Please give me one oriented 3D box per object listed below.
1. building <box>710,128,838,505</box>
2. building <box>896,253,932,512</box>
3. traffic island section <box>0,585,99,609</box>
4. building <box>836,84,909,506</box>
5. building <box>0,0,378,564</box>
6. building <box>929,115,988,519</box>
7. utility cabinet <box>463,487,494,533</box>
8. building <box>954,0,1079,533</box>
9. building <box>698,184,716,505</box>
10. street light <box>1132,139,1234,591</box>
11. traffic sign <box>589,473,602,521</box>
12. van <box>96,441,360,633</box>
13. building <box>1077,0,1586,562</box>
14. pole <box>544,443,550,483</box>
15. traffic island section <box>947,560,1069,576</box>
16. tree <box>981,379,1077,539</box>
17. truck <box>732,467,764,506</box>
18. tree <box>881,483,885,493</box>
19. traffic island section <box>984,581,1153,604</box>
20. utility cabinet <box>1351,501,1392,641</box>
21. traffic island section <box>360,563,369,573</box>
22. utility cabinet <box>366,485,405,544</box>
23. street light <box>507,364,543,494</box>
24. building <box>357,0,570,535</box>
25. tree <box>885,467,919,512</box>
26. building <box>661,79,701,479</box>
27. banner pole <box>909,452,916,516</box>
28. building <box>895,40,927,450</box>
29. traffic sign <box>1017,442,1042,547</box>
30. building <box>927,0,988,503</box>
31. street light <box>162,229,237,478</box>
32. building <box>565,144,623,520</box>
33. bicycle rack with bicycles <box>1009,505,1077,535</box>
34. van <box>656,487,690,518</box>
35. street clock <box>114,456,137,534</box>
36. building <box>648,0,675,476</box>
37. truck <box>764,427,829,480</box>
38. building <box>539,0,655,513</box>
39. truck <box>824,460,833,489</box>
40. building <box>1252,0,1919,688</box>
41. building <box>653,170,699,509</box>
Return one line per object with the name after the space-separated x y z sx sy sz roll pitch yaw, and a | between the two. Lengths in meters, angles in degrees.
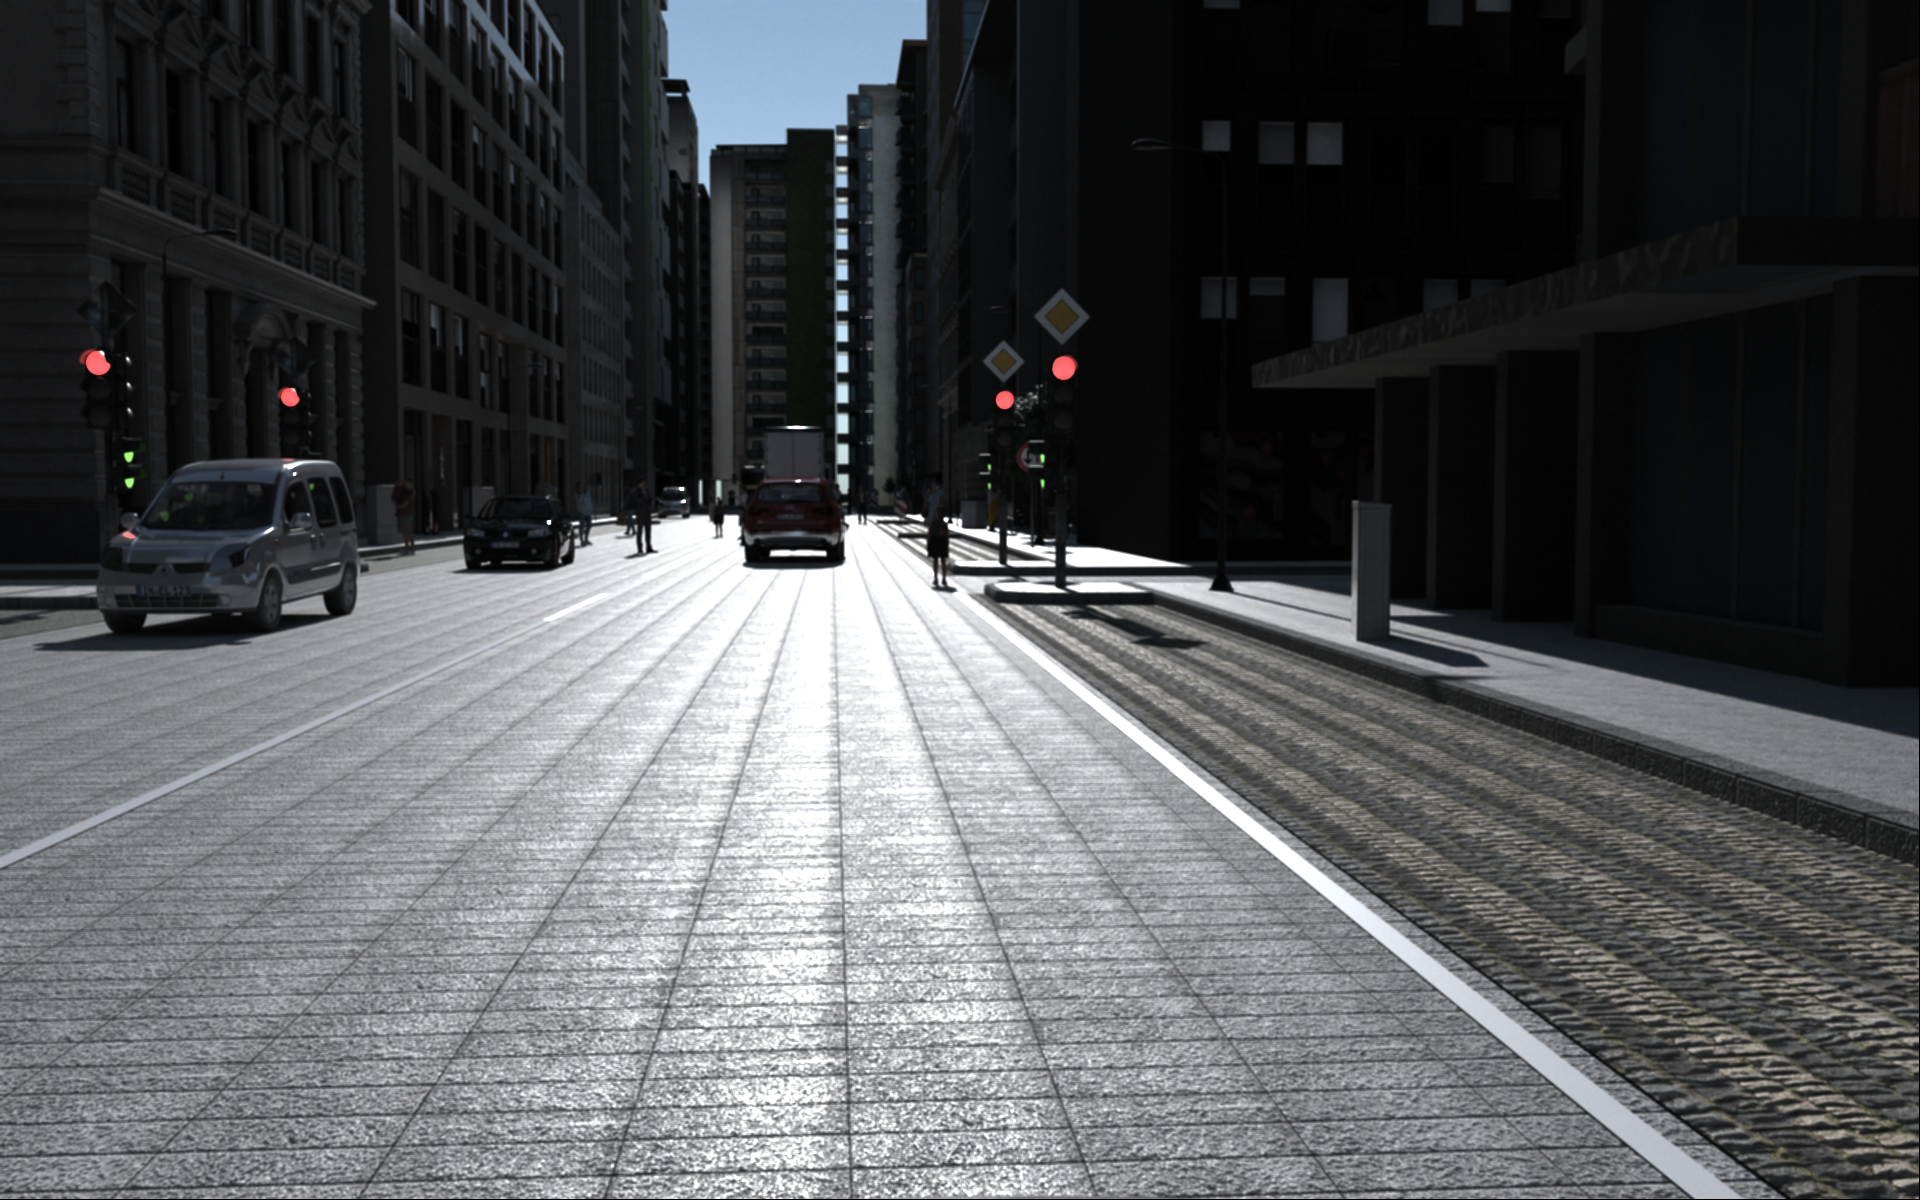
-21.060 -31.387 196.767 14.086 41.232 14.154 0 4 -4 | building
9.212 -18.022 139.693 27.650 21.520 28.899 0 4 -4 | building
-11.204 -0.037 22.880 2.009 0.180 2.903 0 4 -4 | traffic island section
0.801 -35.674 202.881 30.456 49.044 23.786 0 4 -4 | building
-21.316 -12.919 40.096 11.050 23.489 19.941 0 4 -4 | building
4.347 -16.396 96.953 11.050 23.489 19.941 0 4 -4 | building
-15.820 -2.948 56.884 0.318 1.500 1.173 2 4 24 | utility cabinet
7.882 -15.440 71.516 14.314 24.678 30.058 0 4 -4 | building
-40.833 -31.346 204.383 23.993 40.220 32.217 0 4 -4 | building
2.947 -3.080 22.892 1.470 5.913 1.316 0 4 -4 | street light
-17.432 -4.935 82.811 0.606 2.300 0.079 0 4 3 | traffic sign
-8.031 -0.749 19.253 2.013 2.044 4.112 0 4 -3 | van
11.369 -12.787 38.742 15.834 23.373 12.332 0 4 -4 | building
-16.629 -4.647 69.817 0.158 3.312 0.155 0 3 0 | pole
0.813 -0.580 31.770 2.009 0.180 2.903 0 4 -4 | traffic island section
2.324 -4.027 49.559 4.285 4.588 4.351 0 3 0 | tree
-14.407 -7.894 124.987 3.469 3.379 9.791 0 4 -3 | truck
-6.605 -10.185 161.127 1.663 3.219 1.824 0 3 0 | tree
1.403 -0.093 23.807 2.009 0.180 2.903 0 4 -4 | traffic island section
3.696 -0.269 15.556 0.306 1.237 1.020 1 4 10 | utility cabinet
-11.795 -0.524 30.843 2.009 0.180 2.903 0 4 -4 | traffic island section
-14.627 -2.168 44.121 0.318 1.500 1.173 1 4 18 | utility cabinet
-15.553 -5.464 61.872 1.470 5.913 1.316 0 4 -4 | street light
-27.717 -16.095 67.672 19.350 26.468 34.151 0 4 -4 | building
-3.939 -7.884 123.498 1.663 3.219 1.824 0 3 0 | tree
-33.275 -29.935 173.035 14.086 41.232 14.154 0 4 -4 | building
-2.777 -6.905 102.909 0.401 3.779 0.863 -1 4 -19 | banner pole
4.996 -31.381 167.697 22.147 44.769 28.867 0 4 -4 | building
1.744 -2.543 41.684 0.768 2.556 0.104 0 4 -1 | traffic sign
5.053 -28.539 116.719 14.600 45.320 14.200 0 4 -4 | building
-13.381 -3.544 30.482 1.470 5.913 1.316 0 4 -4 | street light
-24.611 -14.621 93.800 10.420 20.320 16.860 0 4 -4 | building
2.815 -2.555 55.157 2.925 0.926 2.852 -2 4 -30 | bicycle rack with bicycles
-17.023 -5.878 103.118 2.013 2.044 4.112 0 4 -5 | van
-14.886 -1.608 30.853 0.471 2.002 0.358 2 4 29 | street clock
-36.562 -33.155 131.320 28.713 52.752 27.495 0 4 -4 | building
-7.384 -5.472 78.378 2.839 4.237 11.283 0 4 -4 | truck
-27.612 -26.173 111.525 14.154 41.232 14.086 0 4 -4 | building
-12.071 -9.626 146.293 2.839 4.237 11.283 0 4 -5 | truck
15.633 -21.634 8.344 22.147 44.769 28.867 0 4 -4 | building
-30.859 -23.353 153.515 14.160 30.474 14.107 0 4 -4 | building
